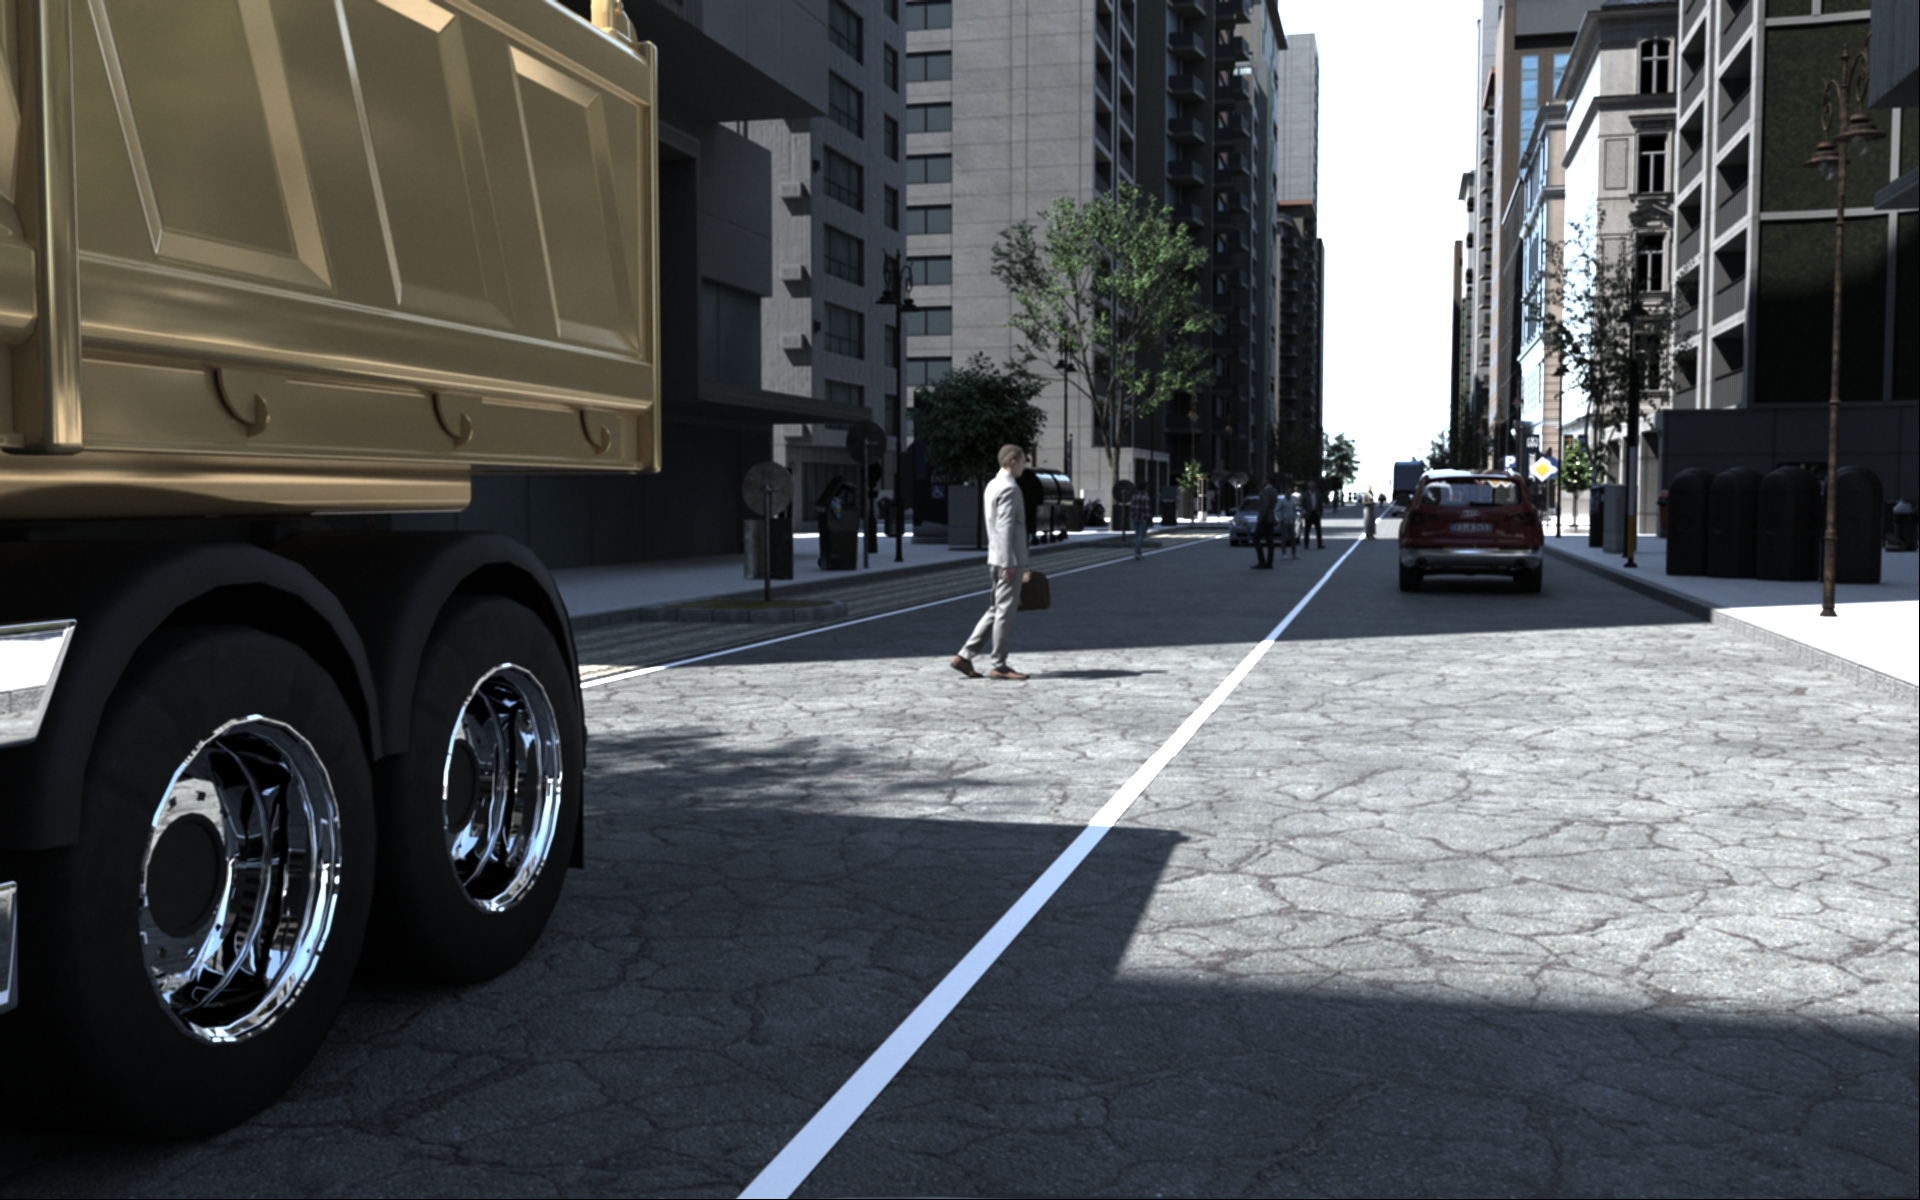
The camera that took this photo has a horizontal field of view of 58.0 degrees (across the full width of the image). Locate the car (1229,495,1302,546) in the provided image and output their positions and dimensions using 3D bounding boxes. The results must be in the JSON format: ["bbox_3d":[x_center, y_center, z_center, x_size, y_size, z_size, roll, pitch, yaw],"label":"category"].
[{"bbox_3d":[8.686,-2.265,49.038,2.014,1.417,4.499,1,4,15],"label":"car"}]

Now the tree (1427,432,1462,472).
[{"bbox_3d":[56.991,-15.407,202.270,4.360,8.622,3.978,0,3,0],"label":"tree"}]

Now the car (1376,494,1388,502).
[{"bbox_3d":[73.756,-17.880,302.563,2.015,1.641,3.980,1,4,13],"label":"car"}]

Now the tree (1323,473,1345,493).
[{"bbox_3d":[55.979,-16.870,259.529,4.285,4.588,4.351,0,3,0],"label":"tree"}]

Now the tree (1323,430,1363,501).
[{"bbox_3d":[67.380,-23.684,305.362,7.486,12.596,7.792,0,3,0],"label":"tree"}]

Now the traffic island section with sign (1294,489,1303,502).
[{"bbox_3d":[24.859,-7.232,126.874,1.989,1.847,2.006,1,4,14],"label":"traffic island section with sign"}]

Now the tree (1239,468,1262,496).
[{"bbox_3d":[19.407,-7.481,116.912,1.663,3.219,1.824,0,3,0],"label":"tree"}]

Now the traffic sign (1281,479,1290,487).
[{"bbox_3d":[26.827,-8.726,142.779,0.768,2.556,0.104,1,4,21],"label":"traffic sign"}]

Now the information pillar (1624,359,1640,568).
[{"bbox_3d":[11.817,-2.387,30.385,0.183,3.616,0.504,2,4,28],"label":"information pillar"}]

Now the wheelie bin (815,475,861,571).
[{"bbox_3d":[-2.050,-1.308,29.296,0.693,1.594,0.980,-1,4,-19],"label":"wheelie bin"}]

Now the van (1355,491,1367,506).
[{"bbox_3d":[49.215,-12.499,211.365,2.013,2.044,4.112,1,4,13],"label":"van"}]

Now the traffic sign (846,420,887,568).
[{"bbox_3d":[-1.630,-1.826,29.959,0.768,2.556,0.104,1,4,19],"label":"traffic sign"}]

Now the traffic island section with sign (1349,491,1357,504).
[{"bbox_3d":[57.392,-15.036,254.459,1.989,1.847,2.006,1,4,14],"label":"traffic island section with sign"}]

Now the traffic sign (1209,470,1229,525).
[{"bbox_3d":[10.575,-4.104,70.750,0.795,2.450,0.064,1,4,14],"label":"traffic sign"}]

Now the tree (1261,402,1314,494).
[{"bbox_3d":[25.751,-11.463,137.789,4.360,8.622,3.978,0,3,0],"label":"tree"}]

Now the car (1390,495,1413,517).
[{"bbox_3d":[28.835,-6.080,111.776,2.083,1.381,4.827,1,4,13],"label":"car"}]

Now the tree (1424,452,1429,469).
[{"bbox_3d":[59.228,-16.041,212.637,4.737,8.622,4.395,0,3,0],"label":"tree"}]

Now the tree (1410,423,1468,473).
[{"bbox_3d":[63.286,-17.996,228.643,8.767,10.594,7.601,1,4,15],"label":"tree"}]

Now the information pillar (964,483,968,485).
[{"bbox_3d":[0.206,-6.171,92.247,0.183,3.616,0.504,3,5,43],"label":"information pillar"}]

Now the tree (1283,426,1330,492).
[{"bbox_3d":[39.225,-14.849,193.138,4.737,8.622,4.395,0,3,0],"label":"tree"}]

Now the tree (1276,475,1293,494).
[{"bbox_3d":[29.939,-10.130,160.228,1.663,3.219,1.824,0,3,0],"label":"tree"}]

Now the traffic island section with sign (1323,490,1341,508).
[{"bbox_3d":[37.170,-10.185,175.148,1.989,1.847,2.006,1,4,14],"label":"traffic island section with sign"}]

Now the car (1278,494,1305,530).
[{"bbox_3d":[12.579,-3.565,68.069,2.009,1.686,4.222,1,4,13],"label":"car"}]

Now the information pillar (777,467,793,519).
[{"bbox_3d":[-4.689,-2.566,46.439,0.304,2.012,0.304,2,4,34],"label":"information pillar"}]

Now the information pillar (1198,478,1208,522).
[{"bbox_3d":[11.275,-4.645,80.435,0.304,2.012,0.304,-2,4,-29],"label":"information pillar"}]

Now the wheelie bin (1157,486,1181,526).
[{"bbox_3d":[8.418,-3.781,69.735,0.980,1.594,0.693,1,4,17],"label":"wheelie bin"}]

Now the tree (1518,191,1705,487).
[{"bbox_3d":[16.058,-5.668,43.030,4.360,8.622,3.978,0,3,0],"label":"tree"}]

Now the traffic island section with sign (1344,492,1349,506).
[{"bbox_3d":[43.916,-11.805,201.632,1.989,1.847,2.006,1,4,14],"label":"traffic island section with sign"}]

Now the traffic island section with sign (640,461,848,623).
[{"bbox_3d":[-2.389,-0.698,20.044,1.989,1.847,2.006,1,4,14],"label":"traffic island section with sign"}]

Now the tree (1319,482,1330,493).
[{"bbox_3d":[52.151,-15.399,246.371,1.663,3.219,1.824,0,3,0],"label":"tree"}]

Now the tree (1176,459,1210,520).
[{"bbox_3d":[11.652,-5.668,87.273,1.663,3.219,1.824,0,3,0],"label":"tree"}]

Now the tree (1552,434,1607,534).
[{"bbox_3d":[19.971,-3.776,56.346,1.663,3.219,1.824,0,3,0],"label":"tree"}]

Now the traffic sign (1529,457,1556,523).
[{"bbox_3d":[17.968,-3.199,53.486,0.795,2.450,0.064,1,4,19],"label":"traffic sign"}]

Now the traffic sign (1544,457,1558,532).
[{"bbox_3d":[20.014,-3.597,58.920,0.768,2.556,0.104,1,4,19],"label":"traffic sign"}]

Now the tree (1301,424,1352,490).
[{"bbox_3d":[47.847,-17.851,226.271,7.601,10.594,8.767,2,4,32],"label":"tree"}]

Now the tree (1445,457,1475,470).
[{"bbox_3d":[44.136,-10.326,152.535,4.285,4.588,4.351,0,3,0],"label":"tree"}]

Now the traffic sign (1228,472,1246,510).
[{"bbox_3d":[12.549,-4.578,78.488,0.795,2.450,0.064,1,4,14],"label":"traffic sign"}]

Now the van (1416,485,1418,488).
[{"bbox_3d":[18.234,-3.653,66.741,2.013,2.044,4.112,1,4,14],"label":"van"}]

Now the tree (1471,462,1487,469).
[{"bbox_3d":[31.286,-6.749,104.954,1.663,3.219,1.824,0,3,0],"label":"tree"}]

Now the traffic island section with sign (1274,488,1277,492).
[{"bbox_3d":[18.106,-5.613,100.406,1.989,1.847,2.006,1,4,14],"label":"traffic island section with sign"}]

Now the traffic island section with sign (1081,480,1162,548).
[{"bbox_3d":[4.408,-2.327,46.672,1.989,1.847,2.006,1,4,14],"label":"traffic island section with sign"}]

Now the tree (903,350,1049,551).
[{"bbox_3d":[0.365,-3.423,39.678,4.285,4.588,4.351,0,3,0],"label":"tree"}]

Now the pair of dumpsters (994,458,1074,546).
[{"bbox_3d":[1.835,-2.602,45.034,1.574,2.255,4.437,1,4,14],"label":"pair of dumpsters"}]

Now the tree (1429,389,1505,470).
[{"bbox_3d":[35.609,-10.406,120.494,4.737,8.622,4.395,0,3,0],"label":"tree"}]

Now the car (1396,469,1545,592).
[{"bbox_3d":[7.930,-1.117,26.944,2.281,1.827,5.304,1,4,16],"label":"car"}]

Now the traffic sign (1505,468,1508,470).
[{"bbox_3d":[21.419,-3.935,67.974,0.795,2.450,0.064,1,4,14],"label":"traffic sign"}]

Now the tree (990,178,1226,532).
[{"bbox_3d":[5.138,-8.129,58.671,9.928,11.665,9.643,0,3,0],"label":"tree"}]

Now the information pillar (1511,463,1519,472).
[{"bbox_3d":[34.523,-7.131,107.942,0.504,3.616,0.183,1,4,9],"label":"information pillar"}]

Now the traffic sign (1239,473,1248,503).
[{"bbox_3d":[16.673,-6.265,102.537,0.768,2.556,0.104,1,4,15],"label":"traffic sign"}]
